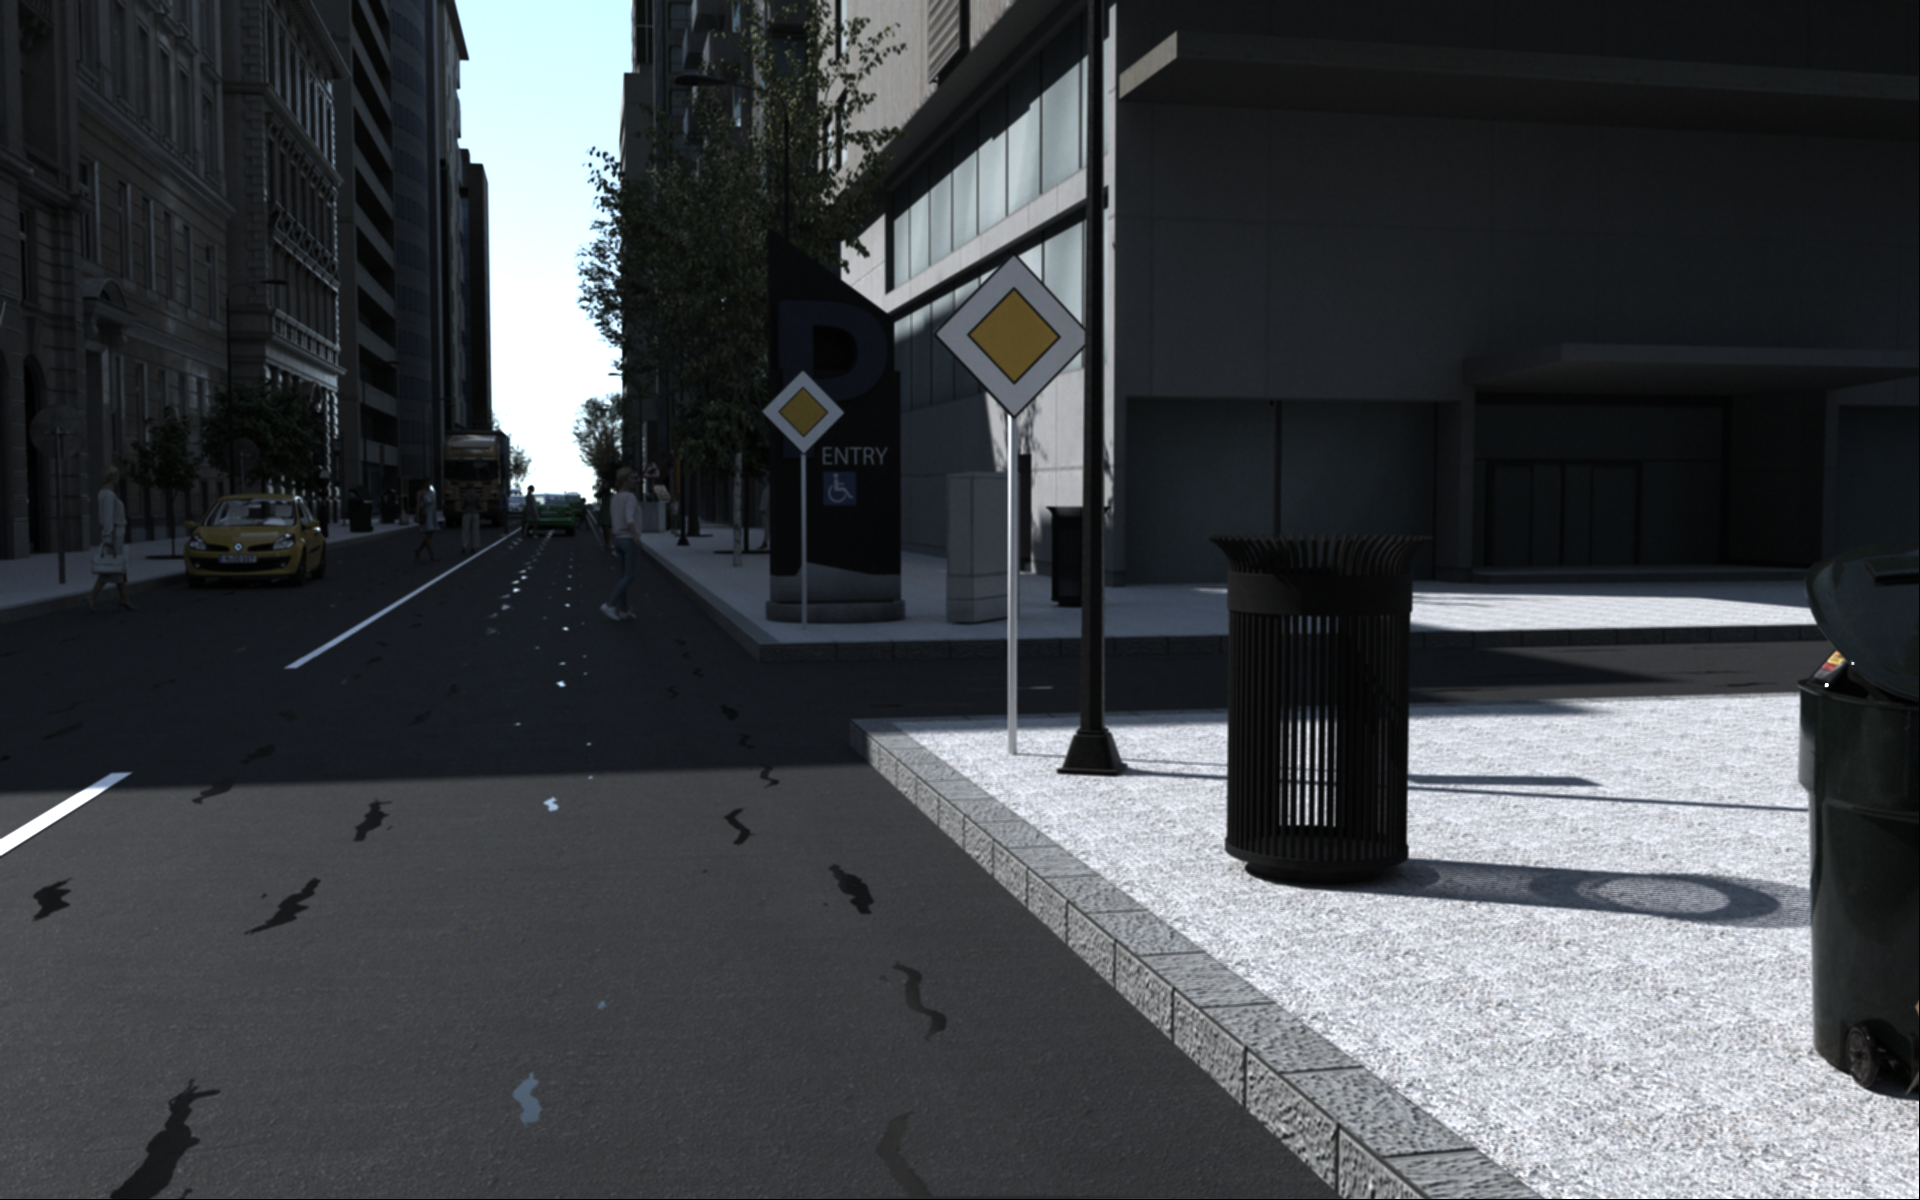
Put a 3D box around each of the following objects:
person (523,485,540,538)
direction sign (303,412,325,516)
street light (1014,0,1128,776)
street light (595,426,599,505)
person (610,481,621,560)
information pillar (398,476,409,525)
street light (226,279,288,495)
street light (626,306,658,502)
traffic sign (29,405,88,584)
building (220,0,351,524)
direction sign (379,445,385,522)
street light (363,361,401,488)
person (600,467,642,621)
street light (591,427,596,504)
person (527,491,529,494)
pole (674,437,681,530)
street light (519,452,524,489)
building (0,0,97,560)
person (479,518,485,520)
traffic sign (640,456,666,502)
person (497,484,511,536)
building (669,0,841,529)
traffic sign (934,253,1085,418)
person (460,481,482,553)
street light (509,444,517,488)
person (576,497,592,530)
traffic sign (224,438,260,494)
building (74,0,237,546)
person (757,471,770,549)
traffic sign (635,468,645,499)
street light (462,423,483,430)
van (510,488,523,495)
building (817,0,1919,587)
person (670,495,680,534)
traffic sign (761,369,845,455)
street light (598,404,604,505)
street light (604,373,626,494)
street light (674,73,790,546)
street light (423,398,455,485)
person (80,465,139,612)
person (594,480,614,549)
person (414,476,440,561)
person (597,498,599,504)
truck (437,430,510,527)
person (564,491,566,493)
[{"bbox_3d":[-13.933,-2.875,56.255,0.466,1.731,0.760,1,4,11],"label":"person"},{"bbox_3d":[-17.982,-3.423,47.957,0.876,3.537,0.379,1,4,14],"label":"direction sign"},{"bbox_3d":[0.084,-2.153,7.744,1.470,5.913,1.316,-1,4,-12],"label":"street light"},{"bbox_3d":[-18.960,-7.456,94.448,1.470,5.913,1.316,-1,4,-12],"label":"street light"},{"bbox_3d":[-7.330,-1.725,37.380,0.731,1.740,0.598,1,4,22],"label":"person"},{"bbox_3d":[-22.918,-4.088,71.333,0.304,2.012,0.304,-3,4,-38],"label":"information pillar"},{"bbox_3d":[-15.192,-3.969,37.434,1.470,5.913,1.316,-1,4,-12],"label":"street light"},{"bbox_3d":[-7.437,-4.305,42.928,1.470,5.913,1.316,-1,4,-12],"label":"street light"},{"bbox_3d":[-12.850,-1.505,24.716,0.768,2.556,0.104,-1,4,-10],"label":"traffic sign"},{"bbox_3d":[-30.630,-14.592,67.460,11.050,23.489,19.941,-1,4,-12],"label":"building"},{"bbox_3d":[-26.544,-5.357,79.584,0.379,3.537,0.876,-2,4,-30],"label":"direction sign"},{"bbox_3d":[-20.183,-5.373,60.391,1.470,5.913,1.316,-1,4,-12],"label":"street light"},{"bbox_3d":[-3.825,-0.637,19.589,0.731,1.740,0.598,3,5,40],"label":"person"},{"bbox_3d":[-24.235,-8.920,118.376,1.470,5.913,1.316,-1,4,-12],"label":"street light"},{"bbox_3d":[-47.173,-11.057,189.810,0.750,1.759,0.617,1,4,12],"label":"person"},{"bbox_3d":[-10.145,-4.174,62.091,0.158,3.312,0.155,0,3,0],"label":"pole"},{"bbox_3d":[-49.572,-13.491,193.124,1.470,5.913,1.316,-1,4,-12],"label":"street light"},{"bbox_3d":[-22.895,-11.265,25.988,13.314,21.916,24.055,-1,4,-12],"label":"building"},{"bbox_3d":[-26.488,-5.310,96.026,1.217,1.736,0.721,-2,4,-28],"label":"person"},{"bbox_3d":[-10.529,-3.633,59.410,0.884,2.594,0.081,0,4,-3],"label":"traffic sign"},{"bbox_3d":[-15.468,-3.053,58.762,0.444,1.785,0.601,-1,4,-20],"label":"person"},{"bbox_3d":[-0.307,-27.841,74.811,23.786,49.044,30.456,-1,4,-12],"label":"building"},{"bbox_3d":[0.282,-0.383,8.456,0.795,2.593,0.064,-1,4,-12],"label":"traffic sign"},{"bbox_3d":[-11.972,-2.039,42.380,0.519,1.759,0.362,-1,4,-22],"label":"person"},{"bbox_3d":[-44.547,-12.088,170.174,1.470,5.913,1.316,-1,4,-12],"label":"street light"},{"bbox_3d":[-15.026,-3.450,69.180,0.640,1.303,0.475,-1,4,-23],"label":"person"},{"bbox_3d":[-16.302,-2.399,39.337,0.768,2.556,0.104,-1,4,-10],"label":"traffic sign"},{"bbox_3d":[-28.612,-15.986,47.271,13.634,28.700,20.117,-1,4,-12],"label":"building"},{"bbox_3d":[-4.343,-2.106,40.351,0.818,1.842,0.514,-1,4,-16],"label":"person"},{"bbox_3d":[-16.086,-5.258,85.976,0.884,2.594,0.081,0,4,-3],"label":"traffic sign"},{"bbox_3d":[-31.673,-8.557,112.443,1.470,5.913,1.316,-1,4,-12],"label":"street light"},{"bbox_3d":[-30.411,-6.751,117.397,2.013,2.044,4.112,-1,4,-13],"label":"van"},{"bbox_3d":[11.678,-27.306,35.689,27.495,52.752,28.713,-1,4,-12],"label":"building"},{"bbox_3d":[-9.143,-2.740,55.528,0.332,1.250,0.352,0,4,-8],"label":"person"},{"bbox_3d":[-1.445,-0.860,16.253,0.795,2.593,0.064,-1,4,-12],"label":"traffic sign"},{"bbox_3d":[-17.817,-7.158,89.572,1.470,5.913,1.316,-1,4,-12],"label":"street light"},{"bbox_3d":[-12.790,-5.747,66.505,1.470,5.913,1.316,-1,4,-12],"label":"street light"},{"bbox_3d":[-2.468,-2.867,19.414,1.470,5.913,1.316,-1,4,-12],"label":"street light"},{"bbox_3d":[-25.264,-6.786,83.496,1.470,5.913,1.316,-1,4,-12],"label":"street light"},{"bbox_3d":[-10.388,-0.750,21.121,0.624,1.780,0.694,-1,4,-22],"label":"person"},{"bbox_3d":[-9.273,-2.248,45.495,0.600,1.795,0.529,0,4,2],"label":"person"},{"bbox_3d":[-11.490,-1.747,37.162,0.778,1.811,0.616,2,4,31],"label":"person"},{"bbox_3d":[-48.963,-13.961,234.234,0.705,1.831,1.348,-2,4,-24],"label":"person"},{"bbox_3d":[-21.862,-5.476,78.446,2.839,4.237,11.283,-1,4,-12],"label":"truck"},{"bbox_3d":[-42.715,-10.933,187.342,0.705,1.814,1.350,-3,5,-41],"label":"person"}]
